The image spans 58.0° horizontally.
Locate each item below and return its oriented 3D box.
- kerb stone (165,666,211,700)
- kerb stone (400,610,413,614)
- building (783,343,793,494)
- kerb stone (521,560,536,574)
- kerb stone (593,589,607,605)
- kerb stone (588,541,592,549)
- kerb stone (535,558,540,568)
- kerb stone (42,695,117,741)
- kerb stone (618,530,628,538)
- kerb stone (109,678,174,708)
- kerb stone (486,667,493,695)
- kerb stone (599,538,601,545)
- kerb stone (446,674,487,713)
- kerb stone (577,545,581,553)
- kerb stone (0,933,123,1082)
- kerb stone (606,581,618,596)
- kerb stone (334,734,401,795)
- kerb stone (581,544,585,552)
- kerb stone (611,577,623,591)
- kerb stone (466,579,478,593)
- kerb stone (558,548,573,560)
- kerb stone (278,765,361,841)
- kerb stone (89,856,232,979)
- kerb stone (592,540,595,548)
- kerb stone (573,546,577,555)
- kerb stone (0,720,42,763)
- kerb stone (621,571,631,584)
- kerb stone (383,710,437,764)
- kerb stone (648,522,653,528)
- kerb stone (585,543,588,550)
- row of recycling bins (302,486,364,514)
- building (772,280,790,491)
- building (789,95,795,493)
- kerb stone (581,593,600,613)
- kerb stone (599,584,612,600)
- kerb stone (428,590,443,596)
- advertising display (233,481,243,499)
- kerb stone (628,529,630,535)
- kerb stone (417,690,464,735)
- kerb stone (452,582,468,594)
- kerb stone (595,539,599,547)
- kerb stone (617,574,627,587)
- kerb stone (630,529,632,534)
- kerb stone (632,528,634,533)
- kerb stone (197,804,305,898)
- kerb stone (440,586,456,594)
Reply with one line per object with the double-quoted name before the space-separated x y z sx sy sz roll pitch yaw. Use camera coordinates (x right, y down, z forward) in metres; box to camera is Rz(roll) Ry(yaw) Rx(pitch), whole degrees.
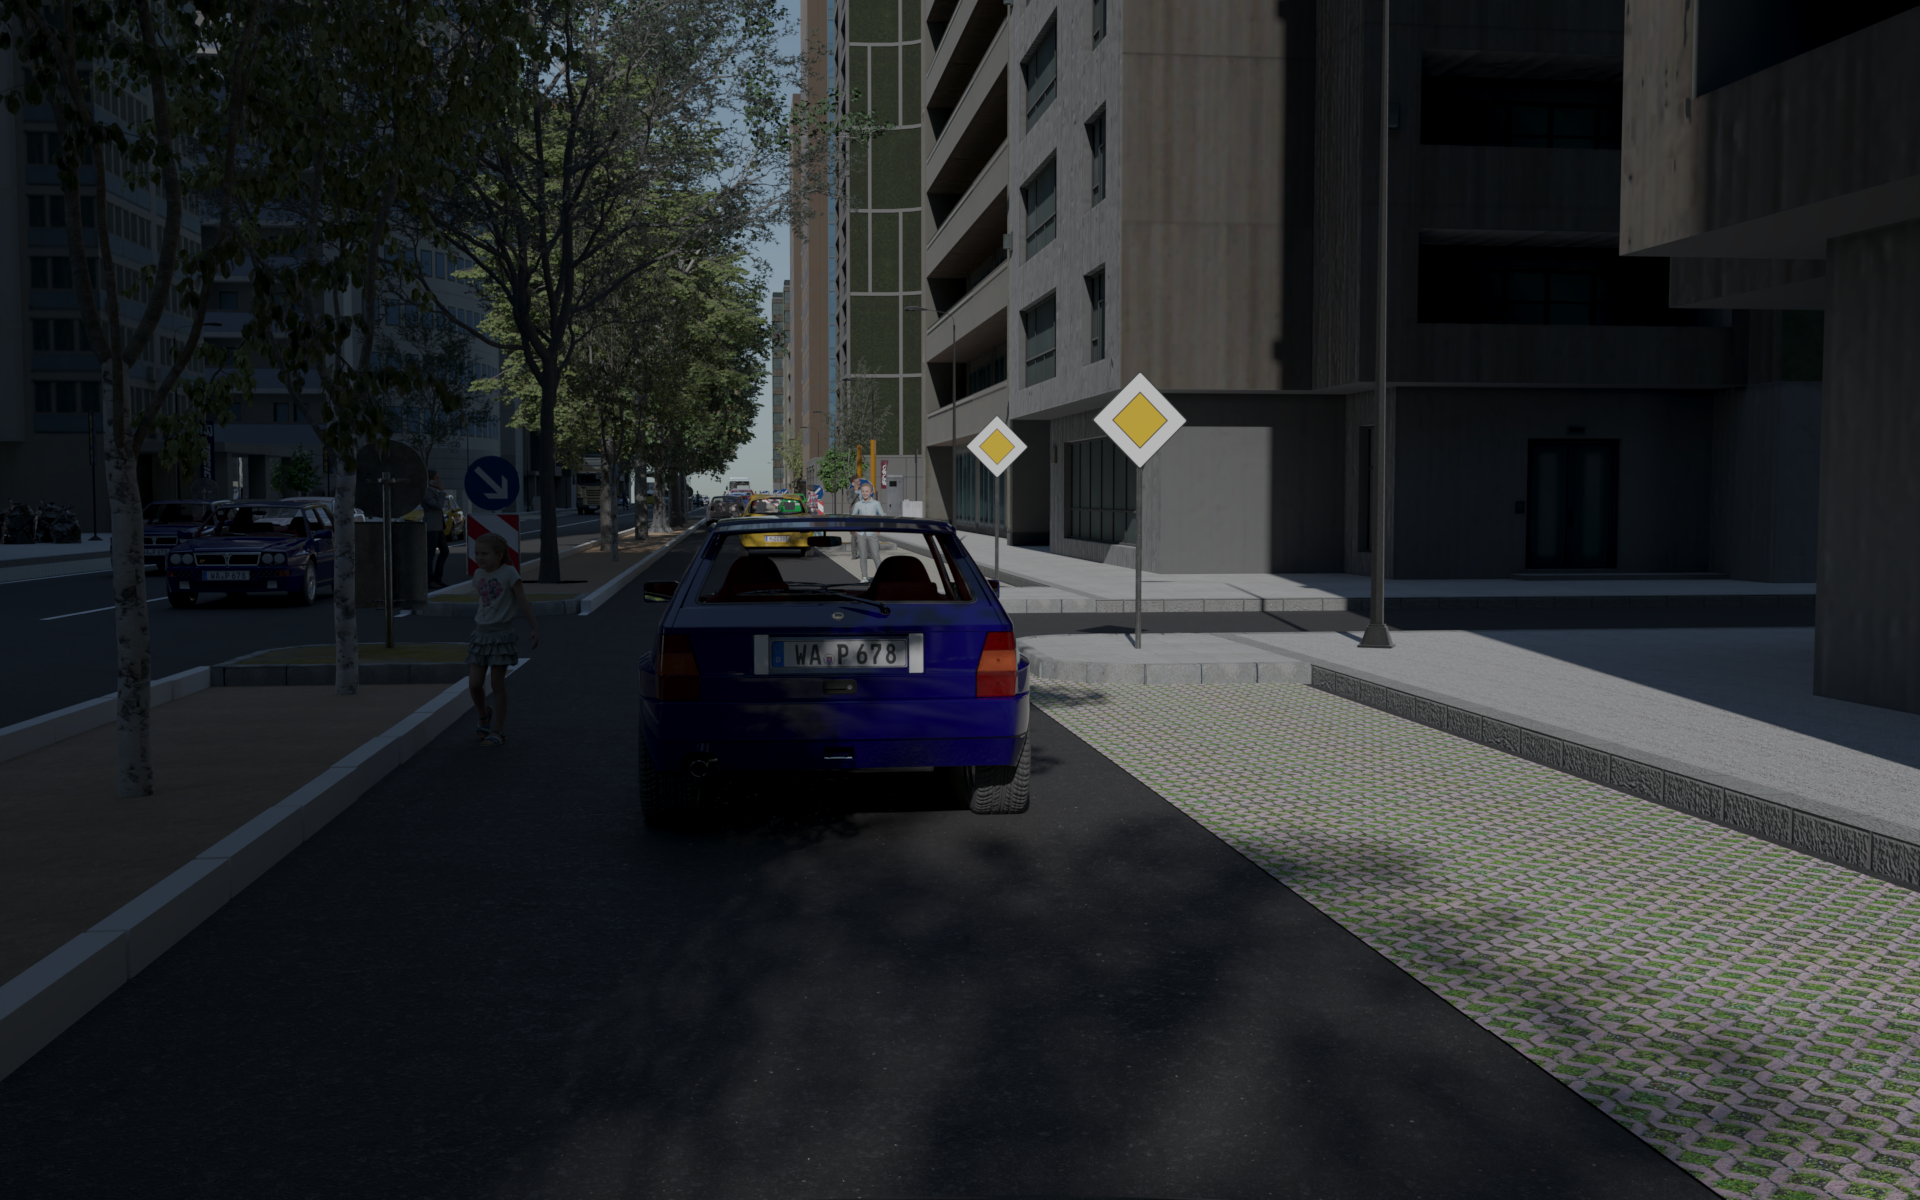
"kerb stone" -5.553 0.600 12.450 0.120 0.150 1.000 0 4 -7
"kerb stone" -6.664 0.070 21.110 0.120 0.150 1.000 0 4 -7
"building" -7.630 -22.565 213.983 27.650 21.520 28.899 0 4 -7
"kerb stone" -8.074 -0.618 32.306 0.120 0.150 1.000 0 4 -7
"kerb stone" -4.705 -0.011 22.407 0.120 0.150 1.000 0 4 -7
"kerb stone" -9.620 -1.364 44.497 0.120 0.150 1.000 0 4 -7
"kerb stone" -8.208 -0.680 33.320 0.120 0.150 1.000 0 4 -7
"kerb stone" -5.309 0.722 10.417 0.120 0.150 1.000 0 4 -7
"kerb stone" -11.430 -2.235 58.743 0.120 0.150 1.000 0 4 -7
"kerb stone" -5.430 0.658 11.432 0.120 0.150 1.000 0 4 -7
"kerb stone" -3.473 0.584 12.713 0.120 0.150 1.000 0 4 -7
"kerb stone" -10.013 -1.548 47.549 0.120 0.150 1.000 0 4 -7
"kerb stone" -3.351 0.642 11.698 0.120 0.150 1.000 0 4 -7
"kerb stone" -9.239 -1.170 41.449 0.120 0.150 1.000 0 4 -7
"kerb stone" -2.447 1.079 4.587 0.120 0.150 1.000 0 4 -7
"kerb stone" -4.963 -0.135 24.443 0.120 0.150 1.000 0 4 -7
"kerb stone" -2.964 0.828 8.651 0.120 0.150 1.000 0 4 -7
"kerb stone" -9.365 -1.240 42.469 0.120 0.150 1.000 0 4 -7
"kerb stone" -5.092 -0.200 25.459 0.120 0.150 1.000 0 4 -7
"kerb stone" -7.180 -0.179 25.199 0.120 0.150 1.000 0 4 -7
"kerb stone" -8.976 -1.052 39.417 0.120 0.150 1.000 0 4 -7
"kerb stone" -2.827 0.892 7.635 0.120 0.150 1.000 0 4 -7
"kerb stone" -2.572 1.017 5.602 0.120 0.150 1.000 0 4 -7
"kerb stone" -9.755 -1.426 45.512 0.120 0.150 1.000 0 4 -7
"kerb stone" -9.105 -1.114 40.435 0.120 0.150 1.000 0 4 -7
"kerb stone" -5.174 0.782 9.404 0.120 0.150 1.000 0 4 -7
"kerb stone" -5.351 -0.324 27.487 0.120 0.150 1.000 0 4 -7
"kerb stone" -3.082 0.767 9.667 0.120 0.150 1.000 0 4 -7
"kerb stone" -13.886 -3.415 78.073 0.120 0.150 1.000 0 4 -7
"kerb stone" -9.497 -1.302 43.482 0.120 0.150 1.000 0 4 -7
"row of recycling bins" -31.957 -4.915 87.479 3.534 1.692 1.069 -1 4 -14
"building" -19.872 -29.131 247.991 14.160 30.474 14.107 0 4 -7
"building" -11.615 -33.086 191.072 14.600 45.320 14.200 0 4 -7
"kerb stone" -4.575 0.049 21.389 0.120 0.150 1.000 0 4 -7
"kerb stone" -4.836 -0.075 23.429 0.120 0.150 1.000 0 4 -7
"kerb stone" -6.781 0.004 22.128 0.120 0.150 1.000 0 4 -7
"advertising display" -36.537 -5.036 87.559 0.974 1.923 0.123 3 5 40
"kerb stone" -11.559 -2.297 59.757 0.120 0.150 1.000 0 4 -7
"kerb stone" -3.216 0.704 10.683 0.120 0.150 1.000 0 4 -7
"kerb stone" -7.047 -0.121 24.174 0.120 0.150 1.000 0 4 -7
"kerb stone" -9.877 -1.488 46.526 0.120 0.150 1.000 0 4 -7
"kerb stone" -5.222 -0.262 26.473 0.120 0.150 1.000 0 4 -7
"kerb stone" -11.686 -2.360 60.774 0.120 0.150 1.000 0 4 -7
"kerb stone" -11.811 -2.422 61.788 0.120 0.150 1.000 0 4 -7
"kerb stone" -2.702 0.953 6.620 0.120 0.150 1.000 0 4 -7
"kerb stone" -6.916 -0.056 23.152 0.120 0.150 1.000 0 4 -7
